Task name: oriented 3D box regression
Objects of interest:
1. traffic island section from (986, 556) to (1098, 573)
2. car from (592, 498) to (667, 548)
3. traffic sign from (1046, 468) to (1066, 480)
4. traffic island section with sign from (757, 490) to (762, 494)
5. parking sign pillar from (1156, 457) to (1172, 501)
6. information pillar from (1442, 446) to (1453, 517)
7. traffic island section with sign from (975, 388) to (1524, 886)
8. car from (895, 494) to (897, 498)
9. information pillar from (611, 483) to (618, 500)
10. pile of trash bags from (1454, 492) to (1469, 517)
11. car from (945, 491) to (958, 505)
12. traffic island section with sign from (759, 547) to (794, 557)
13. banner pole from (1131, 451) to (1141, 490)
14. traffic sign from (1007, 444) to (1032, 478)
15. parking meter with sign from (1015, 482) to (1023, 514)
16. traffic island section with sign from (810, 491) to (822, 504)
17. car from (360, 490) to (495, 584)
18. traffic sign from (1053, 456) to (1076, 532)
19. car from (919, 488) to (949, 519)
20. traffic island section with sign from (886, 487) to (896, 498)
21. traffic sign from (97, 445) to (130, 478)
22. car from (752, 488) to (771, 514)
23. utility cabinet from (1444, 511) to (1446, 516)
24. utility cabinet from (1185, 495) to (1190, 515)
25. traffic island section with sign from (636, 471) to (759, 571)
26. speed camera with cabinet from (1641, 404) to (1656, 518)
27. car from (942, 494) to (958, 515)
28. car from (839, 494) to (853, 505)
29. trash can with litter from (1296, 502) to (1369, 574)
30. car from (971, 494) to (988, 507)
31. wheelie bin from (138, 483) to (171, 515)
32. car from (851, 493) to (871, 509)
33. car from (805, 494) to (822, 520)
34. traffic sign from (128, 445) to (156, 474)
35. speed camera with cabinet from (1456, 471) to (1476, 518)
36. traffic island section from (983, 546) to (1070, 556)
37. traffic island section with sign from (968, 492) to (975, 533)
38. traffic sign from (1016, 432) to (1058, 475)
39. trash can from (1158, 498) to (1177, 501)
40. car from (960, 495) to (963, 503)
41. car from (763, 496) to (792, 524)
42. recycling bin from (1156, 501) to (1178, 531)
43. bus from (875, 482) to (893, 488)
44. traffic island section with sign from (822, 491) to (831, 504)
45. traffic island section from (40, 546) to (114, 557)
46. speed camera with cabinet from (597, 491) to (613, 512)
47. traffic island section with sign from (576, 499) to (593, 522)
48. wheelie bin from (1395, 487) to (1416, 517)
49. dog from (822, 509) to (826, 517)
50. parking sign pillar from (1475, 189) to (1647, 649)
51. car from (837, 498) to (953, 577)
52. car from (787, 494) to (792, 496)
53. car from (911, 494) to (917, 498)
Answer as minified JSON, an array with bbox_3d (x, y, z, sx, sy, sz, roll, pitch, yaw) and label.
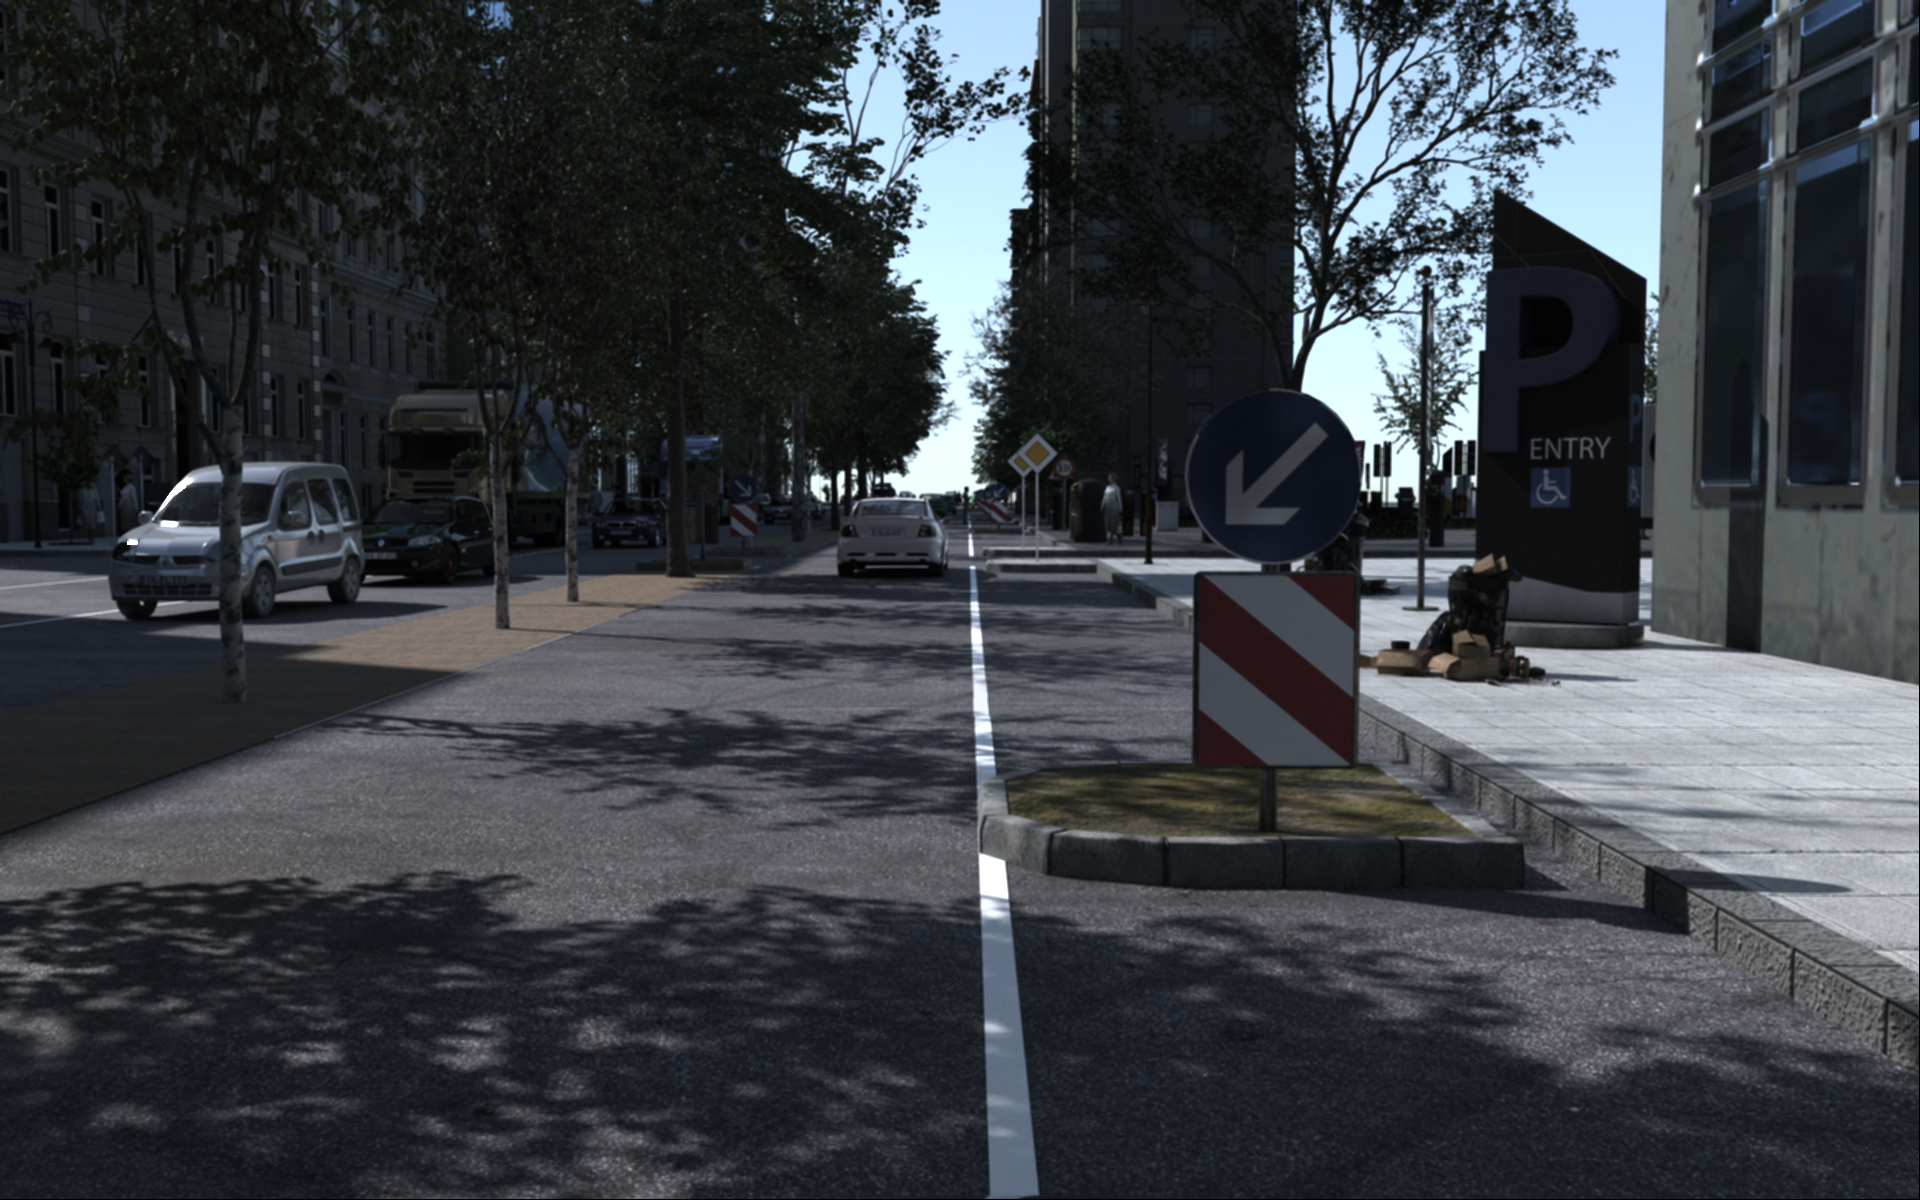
[{"bbox_3d":[1.505,-0.647,32.852,2.009,0.180,2.903,0,4,0],"label":"traffic island section"},{"bbox_3d":[-8.898,-2.118,47.205,1.945,1.354,3.894,0,4,-1],"label":"car"},{"bbox_3d":[3.776,-4.111,67.217,0.884,2.594,0.081,0,4,4],"label":"traffic sign"},{"bbox_3d":[-19.465,-9.717,167.497,1.989,1.847,2.006,0,4,0],"label":"traffic island section with sign"},{"bbox_3d":[10.754,-6.297,91.425,1.447,3.967,1.447,-1,4,-14],"label":"parking sign pillar"},{"bbox_3d":[24.011,-5.746,85.302,0.504,3.616,0.183,2,4,35],"label":"information pillar"},{"bbox_3d":[1.074,0.083,7.271,1.989,1.847,2.006,0,4,0],"label":"traffic island section with sign"},{"bbox_3d":[-7.879,-10.774,184.833,2.281,1.827,5.304,0,4,0],"label":"car"},{"bbox_3d":[-22.569,-6.647,113.172,0.304,2.012,0.304,-3,5,-43],"label":"information pillar"},{"bbox_3d":[23.853,-4.174,77.989,3.447,1.369,1.912,3,5,44],"label":"pile of trash bags"},{"bbox_3d":[-1.211,-13.908,236.062,2.281,1.827,5.304,0,4,0],"label":"car"},{"bbox_3d":[-4.977,-1.981,40.526,2.006,1.907,1.989,0,4,0],"label":"traffic island section with sign"},{"bbox_3d":[10.072,-6.717,99.838,0.863,3.779,0.401,3,5,39],"label":"banner pole"},{"bbox_3d":[1.516,-2.359,40.755,0.795,2.593,0.064,0,4,0],"label":"traffic sign"},{"bbox_3d":[3.943,-7.139,112.982,0.543,3.016,1.738,1,4,15],"label":"parking meter with sign"},{"bbox_3d":[-19.214,-13.131,223.326,1.989,1.847,2.006,0,4,0],"label":"traffic island section with sign"},{"bbox_3d":[-8.903,-1.161,28.772,2.009,1.686,4.222,0,4,1],"label":"car"},{"bbox_3d":[3.519,-3.574,58.536,0.768,2.556,0.104,0,4,5],"label":"traffic sign"},{"bbox_3d":[-1.671,-5.696,101.925,1.959,1.807,4.718,0,4,2],"label":"car"},{"bbox_3d":[-4.662,-6.577,115.664,2.006,1.907,1.989,0,4,0],"label":"traffic island section with sign"},{"bbox_3d":[-19.978,-2.366,40.868,0.795,2.593,0.064,0,4,0],"label":"traffic sign"},{"bbox_3d":[-12.782,-6.145,109.265,1.959,1.807,4.718,0,4,-1],"label":"car"},{"bbox_3d":[27.841,-5.448,100.229,0.306,1.237,1.020,0,4,-3],"label":"utility cabinet"},{"bbox_3d":[13.875,-5.780,105.656,0.306,1.237,1.020,1,4,10],"label":"utility cabinet"},{"bbox_3d":[-5.019,-1.528,33.119,2.006,1.907,1.989,0,4,0],"label":"traffic island section with sign"},{"bbox_3d":[6.475,-1.397,17.180,2.038,3.252,0.660,3,4,37],"label":"speed camera with cabinet"},{"bbox_3d":[-1.127,-6.772,122.721,2.014,1.417,4.499,0,4,-1],"label":"car"},{"bbox_3d":[-15.142,-13.433,231.629,2.014,1.417,4.499,0,4,-1],"label":"car"},{"bbox_3d":[5.798,-0.954,26.984,1.055,1.170,0.624,0,4,4],"label":"trash can with litter"},{"bbox_3d":[2.032,-10.390,178.672,1.959,1.807,4.718,0,4,-2],"label":"car"},{"bbox_3d":[-22.135,-2.440,47.801,0.980,1.594,0.693,-1,4,-19],"label":"wheelie bin"},{"bbox_3d":[-6.830,-6.871,121.925,1.945,1.707,3.694,0,4,1],"label":"car"},{"bbox_3d":[-8.779,-5.238,97.434,2.131,1.459,4.920,0,4,0],"label":"car"},{"bbox_3d":[-21.747,-2.833,46.049,0.795,2.593,0.064,0,4,8],"label":"traffic sign"},{"bbox_3d":[24.462,-5.467,83.724,0.660,3.252,2.038,2,4,27],"label":"speed camera with cabinet"},{"bbox_3d":[1.540,-1.135,40.837,2.009,0.180,2.903,0,4,0],"label":"traffic island section"},{"bbox_3d":[1.309,-3.371,63.739,1.989,1.847,2.006,0,4,0],"label":"traffic island section with sign"},{"bbox_3d":[1.481,-1.870,32.769,0.795,2.593,0.064,0,4,0],"label":"traffic sign"},{"bbox_3d":[7.415,-3.080,62.008,0.748,1.137,0.748,0,3,0],"label":"trash can"},{"bbox_3d":[-0.495,-15.463,265.395,1.945,1.354,3.894,0,4,-1],"label":"car"},{"bbox_3d":[-8.412,-4.303,82.927,1.945,1.354,3.894,0,4,-1],"label":"car"},{"bbox_3d":[7.154,-2.891,59.829,0.722,1.027,0.722,0,4,4],"label":"recycling bin"},{"bbox_3d":[-11.766,-16.658,267.219,2.948,3.499,13.247,0,4,-1],"label":"bus"},{"bbox_3d":[-19.105,-14.780,250.281,1.989,1.847,2.006,0,4,0],"label":"traffic island section with sign"},{"bbox_3d":[-20.002,-1.141,40.935,2.009,0.180,2.903,0,4,0],"label":"traffic island section"},{"bbox_3d":[-23.024,-7.056,109.693,2.038,3.252,0.660,-1,4,-21],"label":"speed camera with cabinet"},{"bbox_3d":[-19.793,-5.001,90.399,1.989,1.847,2.006,0,4,0],"label":"traffic island section with sign"},{"bbox_3d":[20.920,-4.499,81.469,0.980,1.594,0.693,0,3,0],"label":"wheelie bin"},{"bbox_3d":[-8.498,-5.346,106.694,0.406,0.507,0.540,0,4,4],"label":"dog"},{"bbox_3d":[5.166,-1.618,14.925,1.447,3.967,1.447,3,4,39],"label":"parking sign pillar"},{"bbox_3d":[-1.175,-1.169,31.478,2.083,1.381,4.827,0,4,1],"label":"car"},{"bbox_3d":[-11.231,-6.637,118.733,2.015,1.641,3.980,0,4,0],"label":"car"},{"bbox_3d":[-7.588,-15.724,265.885,1.959,1.807,4.718,0,4,0],"label":"car"}]
